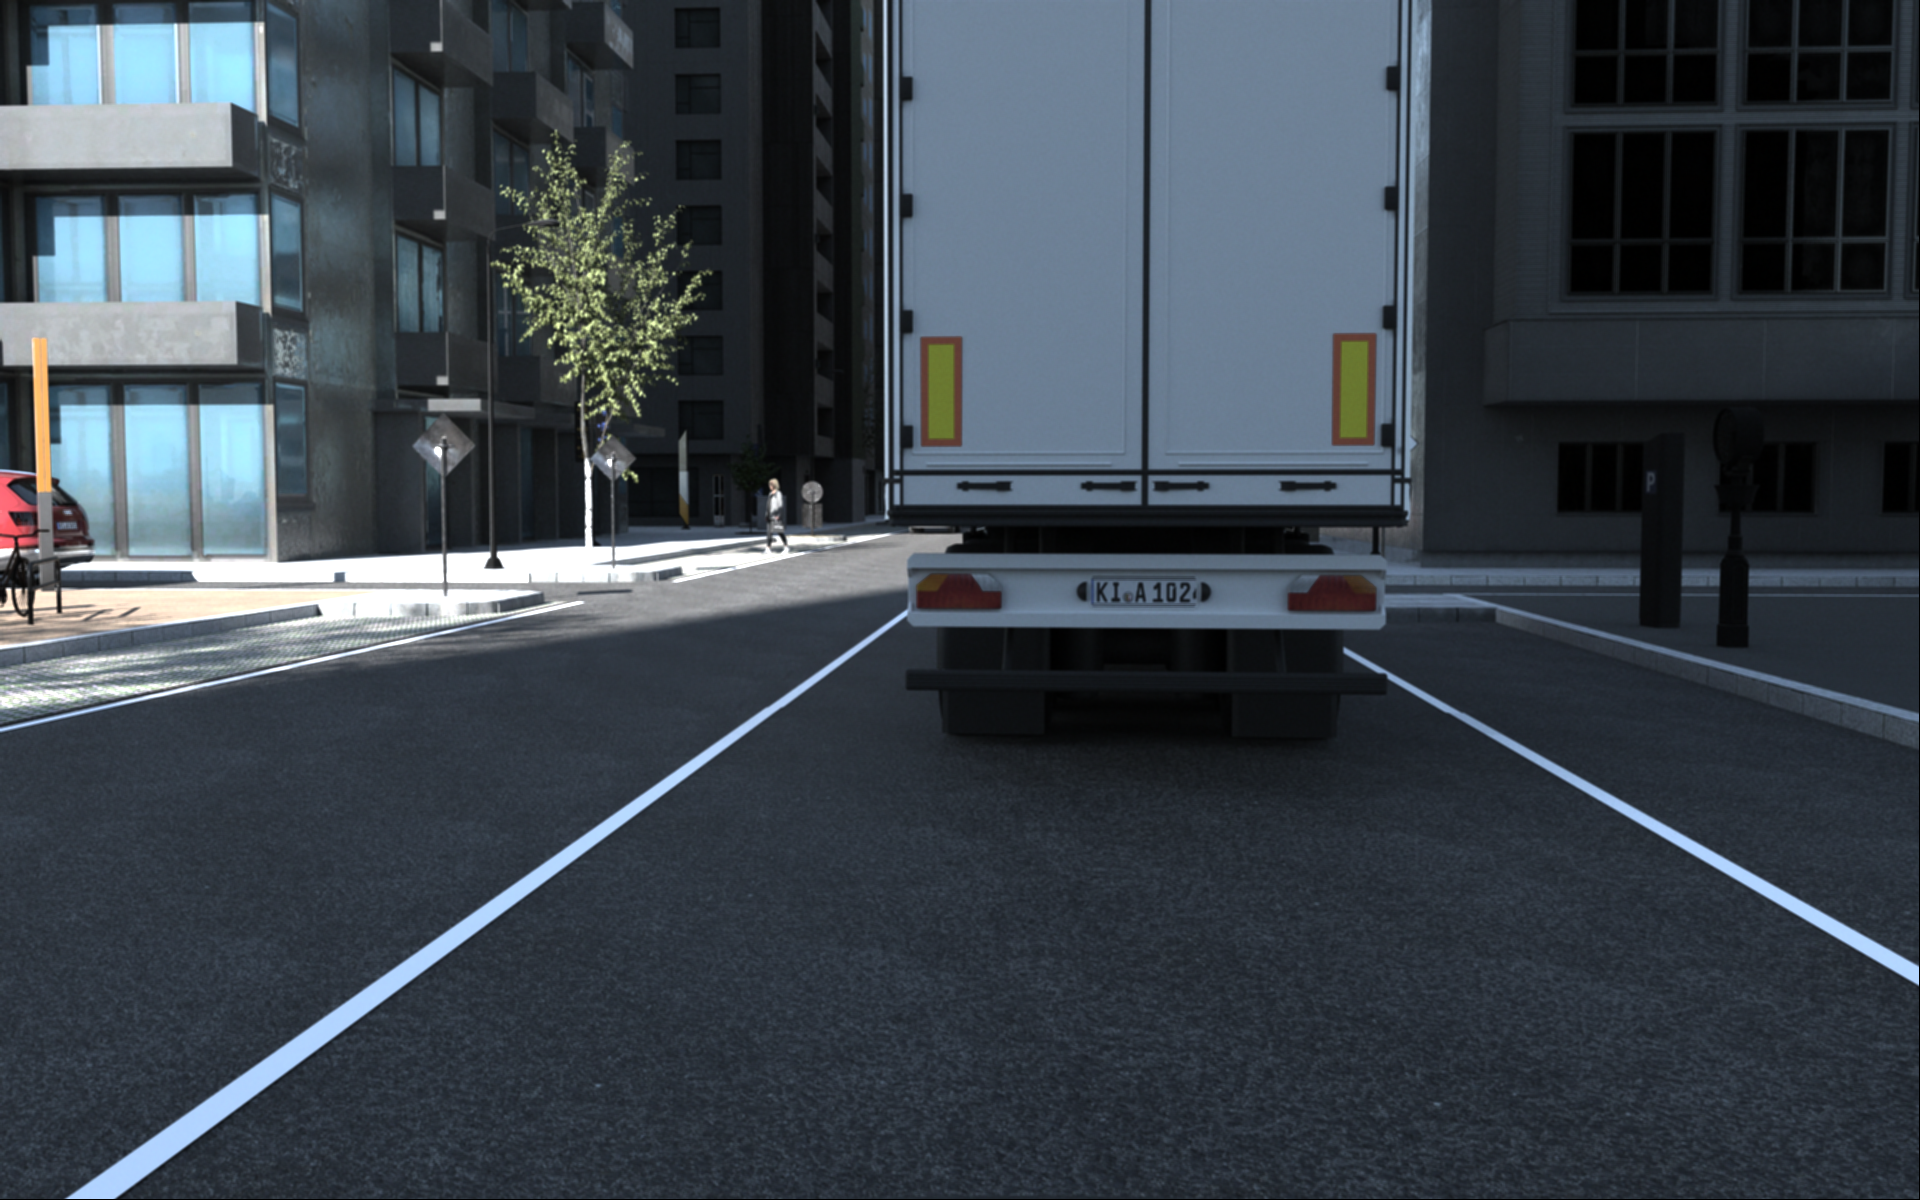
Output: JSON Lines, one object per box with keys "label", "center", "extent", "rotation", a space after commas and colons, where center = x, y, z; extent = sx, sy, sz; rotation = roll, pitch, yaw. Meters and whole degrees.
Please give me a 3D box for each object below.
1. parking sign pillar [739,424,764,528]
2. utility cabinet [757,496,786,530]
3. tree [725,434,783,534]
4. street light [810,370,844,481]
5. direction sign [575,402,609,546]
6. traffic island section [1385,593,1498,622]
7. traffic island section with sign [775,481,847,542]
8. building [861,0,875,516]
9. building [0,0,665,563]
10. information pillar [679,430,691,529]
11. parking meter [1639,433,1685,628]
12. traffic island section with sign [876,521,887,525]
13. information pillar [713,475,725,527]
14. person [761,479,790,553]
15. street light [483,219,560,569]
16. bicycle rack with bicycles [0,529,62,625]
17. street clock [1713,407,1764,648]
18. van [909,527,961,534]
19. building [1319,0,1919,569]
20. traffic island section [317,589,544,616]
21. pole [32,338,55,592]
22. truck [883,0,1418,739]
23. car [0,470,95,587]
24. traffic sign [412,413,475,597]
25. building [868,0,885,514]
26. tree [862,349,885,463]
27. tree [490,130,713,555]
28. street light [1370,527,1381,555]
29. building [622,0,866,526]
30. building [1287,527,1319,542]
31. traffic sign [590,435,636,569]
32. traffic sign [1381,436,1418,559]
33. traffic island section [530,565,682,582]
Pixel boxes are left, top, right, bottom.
{"label": "parking sign pillar", "center": [-7.774, -4.766, 66.400], "extent": [1.447, 3.967, 1.447], "rotation": [-1, 4, -10]}
{"label": "utility cabinet", "center": [-6.759, -3.118, 62.136], "extent": [1.020, 1.237, 0.306], "rotation": [0, 4, 0]}
{"label": "tree", "center": [-6.826, -3.735, 55.661], "extent": [1.663, 3.219, 1.824], "rotation": [0, 3, 0]}
{"label": "street light", "center": [-5.054, -5.657, 65.034], "extent": [1.470, 5.913, 1.316], "rotation": [0, 4, 4]}
{"label": "direction sign", "center": [-9.057, -3.101, 42.699], "extent": [0.876, 3.537, 0.379], "rotation": [-2, 4, -35]}
{"label": "traffic island section", "center": [5.115, 0.084, 20.903], "extent": [2.009, 0.180, 2.903], "rotation": [0, 4, 4]}
{"label": "traffic island section with sign", "center": [-4.483, -2.682, 52.473], "extent": [1.989, 1.847, 2.006], "rotation": [0, 4, 4]}
{"label": "building", "center": [-12.444, -27.272, 96.013], "extent": [14.600, 45.320, 14.200], "rotation": [0, 4, 4]}
{"label": "building", "center": [-21.411, -25.958, 44.027], "extent": [23.786, 49.044, 30.456], "rotation": [0, 4, 4]}
{"label": "information pillar", "center": [-10.050, -4.387, 63.082], "extent": [0.504, 3.616, 0.183], "rotation": [3, 5, 45]}
{"label": "parking meter", "center": [6.778, -0.674, 16.733], "extent": [0.255, 1.863, 0.399], "rotation": [0, 4, -5]}
{"label": "traffic island section with sign", "center": [-2.769, -4.327, 79.374], "extent": [1.989, 1.847, 2.006], "rotation": [0, 4, 4]}
{"label": "information pillar", "center": [-9.262, -3.796, 66.561], "extent": [0.304, 2.012, 0.304], "rotation": [2, 4, 25]}
{"label": "person", "center": [-4.387, -2.010, 41.550], "extent": [0.728, 1.800, 0.709], "rotation": [-3, 4, -36]}
{"label": "street light", "center": [-7.450, -3.482, 29.466], "extent": [1.470, 5.913, 1.316], "rotation": [0, 4, 4]}
{"label": "bicycle rack with bicycles", "center": [-10.306, -0.240, 17.300], "extent": [2.852, 0.926, 2.925], "rotation": [-1, 4, -18]}
{"label": "street clock", "center": [6.495, -0.608, 14.505], "extent": [0.358, 2.002, 0.471], "rotation": [0, 3, 0]}
{"label": "van", "center": [-0.899, -3.481, 63.924], "extent": [2.013, 2.044, 4.112], "rotation": [0, 4, 5]}
{"label": "building", "center": [23.227, -13.129, 33.731], "extent": [30.058, 24.678, 14.314], "rotation": [0, 4, 4]}
{"label": "traffic island section", "center": [-6.453, 0.039, 21.645], "extent": [2.009, 0.180, 2.903], "rotation": [0, 4, 4]}
{"label": "pole", "center": [-12.050, -1.769, 22.772], "extent": [0.158, 3.312, 0.155], "rotation": [0, 3, 0]}
{"label": "truck", "center": [1.349, -1.504, 13.510], "extent": [2.839, 4.237, 11.283], "rotation": [0, 4, 5]}
{"label": "car", "center": [-15.744, -1.043, 25.721], "extent": [5.304, 1.827, 2.281], "rotation": [0, 4, 2]}
{"label": "traffic sign", "center": [-6.429, -1.097, 21.582], "extent": [0.795, 2.450, 0.064], "rotation": [0, 4, 4]}
{"label": "building", "center": [-10.486, -26.188, 111.771], "extent": [14.154, 41.232, 14.086], "rotation": [0, 4, 4]}
{"label": "tree", "center": [-5.113, -8.284, 85.800], "extent": [4.360, 8.622, 3.978], "rotation": [0, 3, 0]}
{"label": "tree", "center": [-7.515, -5.237, 35.985], "extent": [4.737, 8.622, 4.395], "rotation": [0, 3, 0]}
{"label": "street light", "center": [7.290, -3.668, 32.511], "extent": [1.470, 5.913, 1.316], "rotation": [0, 4, 4]}
{"label": "building", "center": [-11.906, -18.506, 74.275], "extent": [14.160, 30.474, 14.107], "rotation": [0, 4, 4]}
{"label": "building", "center": [19.712, -15.753, 62.081], "extent": [19.350, 26.468, 34.151], "rotation": [0, 4, 4]}
{"label": "traffic sign", "center": [-5.919, -1.585, 29.551], "extent": [0.795, 2.450, 0.064], "rotation": [0, 4, 4]}
{"label": "traffic sign", "center": [5.091, -1.051, 20.827], "extent": [0.795, 2.450, 0.064], "rotation": [0, 4, 4]}
{"label": "traffic island section", "center": [-5.943, -0.449, 29.614], "extent": [2.009, 0.180, 2.903], "rotation": [0, 4, 4]}
